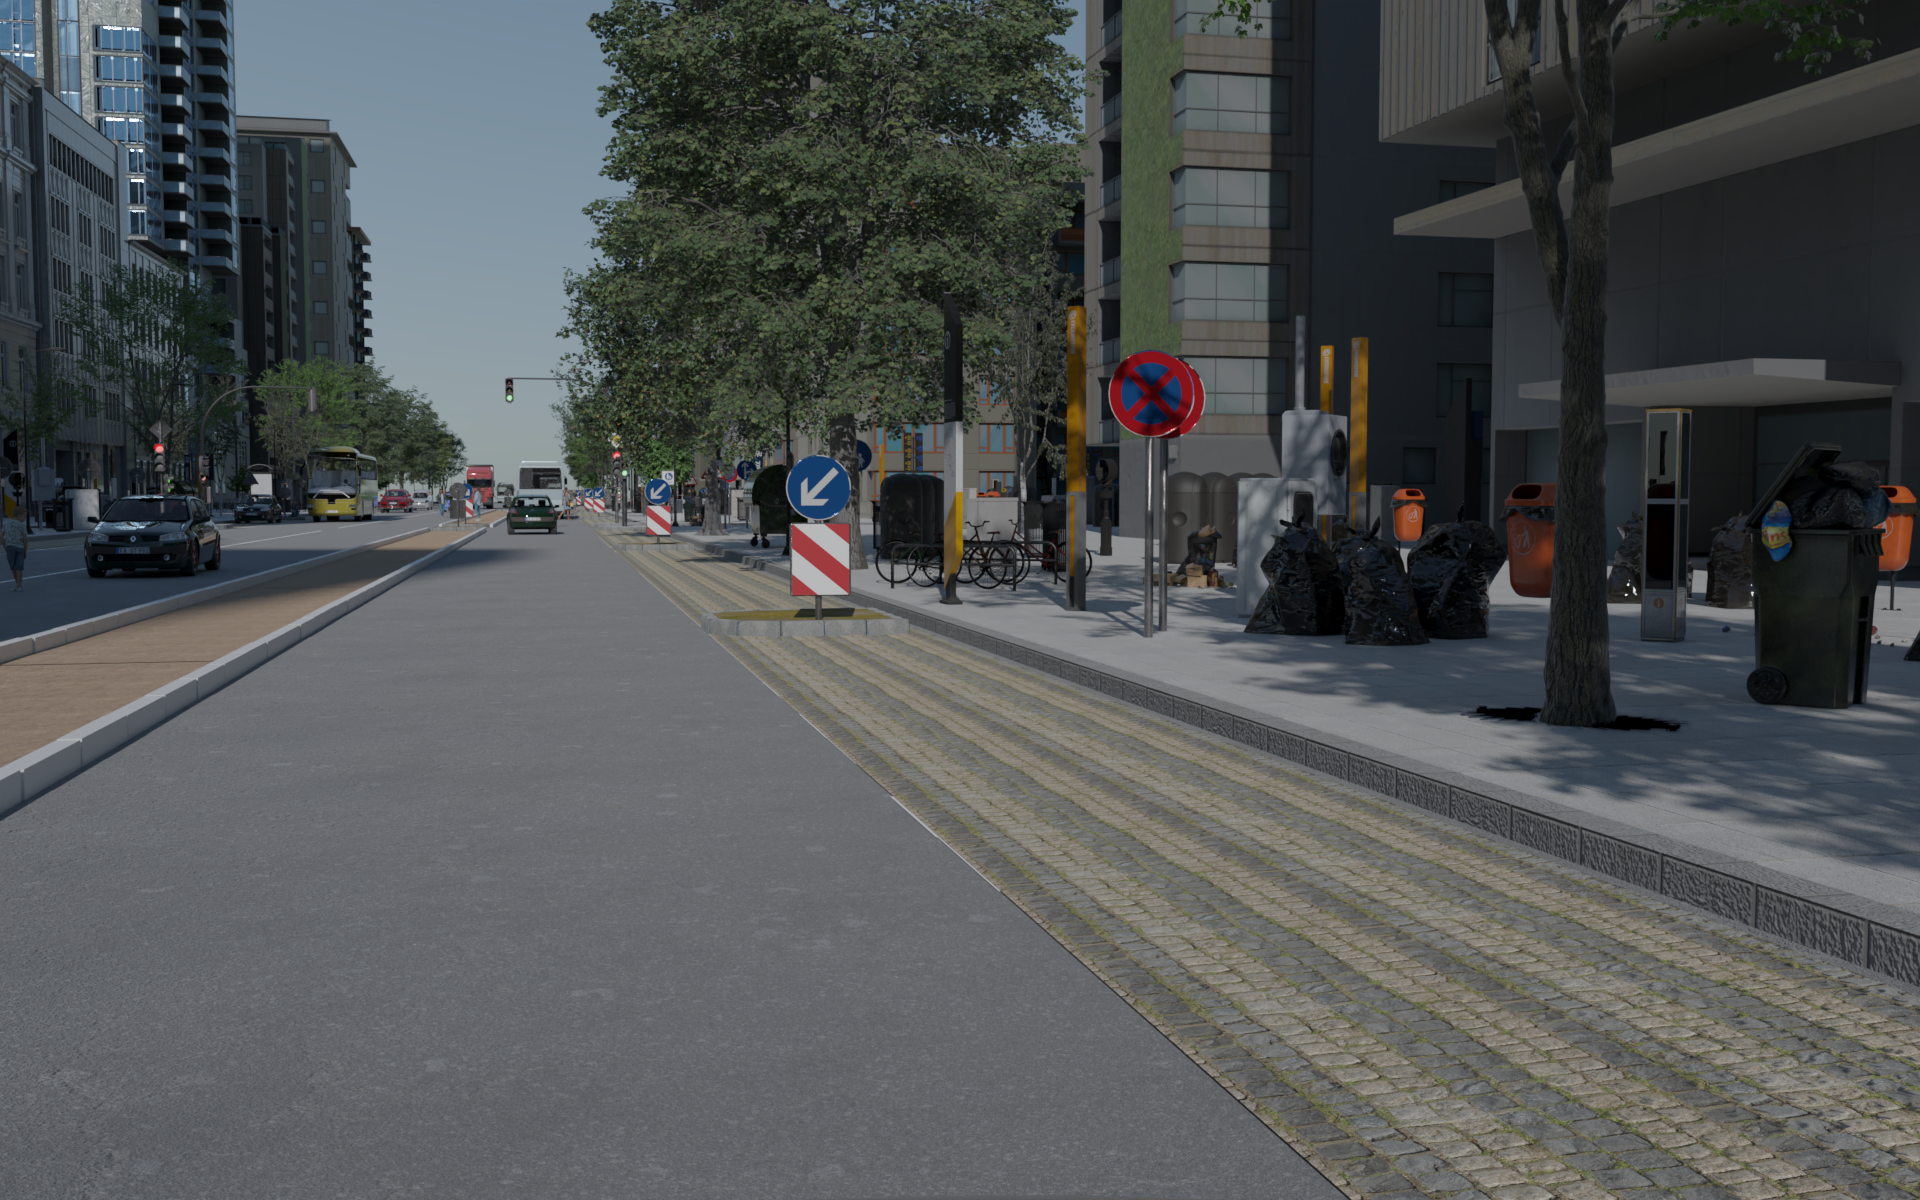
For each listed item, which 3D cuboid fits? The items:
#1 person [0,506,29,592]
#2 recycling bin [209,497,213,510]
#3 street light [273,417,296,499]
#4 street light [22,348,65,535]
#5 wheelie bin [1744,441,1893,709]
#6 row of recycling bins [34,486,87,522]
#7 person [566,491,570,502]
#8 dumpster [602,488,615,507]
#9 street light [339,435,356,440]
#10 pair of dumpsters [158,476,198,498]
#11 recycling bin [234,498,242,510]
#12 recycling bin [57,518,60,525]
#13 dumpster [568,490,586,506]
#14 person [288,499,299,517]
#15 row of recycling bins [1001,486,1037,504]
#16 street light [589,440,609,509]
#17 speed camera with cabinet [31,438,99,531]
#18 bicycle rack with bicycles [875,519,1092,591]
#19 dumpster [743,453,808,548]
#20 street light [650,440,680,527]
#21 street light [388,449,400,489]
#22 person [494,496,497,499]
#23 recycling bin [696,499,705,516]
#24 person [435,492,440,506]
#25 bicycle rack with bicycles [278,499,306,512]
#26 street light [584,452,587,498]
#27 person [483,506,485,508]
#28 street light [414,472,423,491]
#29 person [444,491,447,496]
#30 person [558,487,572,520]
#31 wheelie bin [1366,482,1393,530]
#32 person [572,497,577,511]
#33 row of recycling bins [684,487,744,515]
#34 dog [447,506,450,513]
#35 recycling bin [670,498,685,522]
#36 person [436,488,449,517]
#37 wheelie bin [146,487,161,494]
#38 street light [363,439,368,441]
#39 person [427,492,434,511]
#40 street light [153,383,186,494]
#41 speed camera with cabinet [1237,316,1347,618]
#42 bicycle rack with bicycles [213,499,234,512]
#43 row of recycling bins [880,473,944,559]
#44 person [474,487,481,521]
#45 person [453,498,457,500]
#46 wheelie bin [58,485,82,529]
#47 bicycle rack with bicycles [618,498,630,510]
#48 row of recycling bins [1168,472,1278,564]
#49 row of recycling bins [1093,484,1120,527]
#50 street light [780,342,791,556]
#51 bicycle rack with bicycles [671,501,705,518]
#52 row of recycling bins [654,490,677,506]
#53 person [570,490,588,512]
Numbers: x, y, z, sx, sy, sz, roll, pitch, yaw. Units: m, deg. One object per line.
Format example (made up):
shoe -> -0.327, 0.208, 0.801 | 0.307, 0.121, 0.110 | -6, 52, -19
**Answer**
person -> -13.905, -0.752, 25.485 | 0.332, 1.250, 0.352 | 1, 4, 20
recycling bin -> -58.988, -7.522, 135.538 | 0.722, 1.027, 0.722 | 3, 5, 39
street light -> -40.610, -8.048, 104.119 | 1.470, 5.913, 1.316 | -1, 4, -13
street light -> -29.044, -5.038, 54.917 | 1.470, 5.913, 1.316 | -1, 4, -13
wheelie bin -> 5.265, -0.166, 10.615 | 0.693, 1.594, 0.980 | 3, 5, 42
row of recycling bins -> -41.709, -4.479, 80.340 | 1.069, 1.692, 3.534 | 0, 4, 4
person -> -33.516, -8.473, 147.789 | 0.466, 1.731, 0.760 | -1, 4, -22
dumpster -> -29.502, -8.580, 146.044 | 1.264, 1.857, 1.865 | -1, 4, -13
street light -> -48.196, -10.012, 136.233 | 1.470, 5.913, 1.316 | -1, 4, -13
pair of dumpsters -> -40.959, -5.396, 90.713 | 1.574, 2.255, 4.437 | -1, 4, -13
recycling bin -> -45.570, -5.954, 109.900 | 0.722, 1.027, 0.722 | -3, 5, -45
recycling bin -> -37.470, -3.682, 72.748 | 0.722, 1.027, 0.722 | 3, 5, 40
dumpster -> -38.863, -10.254, 175.864 | 1.865, 1.857, 1.264 | -1, 4, -11
person -> -38.565, -5.275, 100.240 | 1.012, 1.151, 0.738 | 3, 5, 43
row of recycling bins -> 2.925, -4.857, 86.532 | 1.069, 1.692, 3.534 | -1, 4, -19
street light -> -31.053, -10.838, 149.735 | 1.470, 5.913, 1.316 | -1, 4, -13
speed camera with cabinet -> -31.700, -4.098, 61.344 | 2.038, 3.252, 0.660 | -3, 4, -36
bicycle rack with bicycles -> 0.119, -0.660, 24.168 | 2.925, 0.926, 2.852 | 1, 4, 22
dumpster -> -4.359, -2.391, 41.589 | 1.502, 2.255, 1.985 | -1, 4, -13
street light -> -11.771, -5.846, 68.125 | 1.470, 5.913, 1.316 | -1, 4, -13
street light -> -58.283, -12.592, 178.415 | 1.470, 5.913, 1.316 | -1, 4, -13
person -> -47.520, -10.197, 175.160 | 1.348, 1.831, 0.705 | -2, 4, -24
recycling bin -> -14.625, -5.163, 96.975 | 0.722, 1.027, 0.722 | 3, 5, 40
person -> -62.091, -12.060, 206.475 | 0.721, 1.735, 1.217 | 3, 4, 37
bicycle rack with bicycles -> -48.256, -6.748, 123.714 | 2.852, 0.926, 2.925 | -2, 4, -35
street light -> -40.906, -13.407, 191.746 | 1.470, 5.913, 1.316 | -1, 4, -13
person -> -49.069, -10.431, 178.984 | 1.348, 1.831, 0.705 | -2, 4, -24
street light -> -65.804, -14.556, 210.526 | 1.470, 5.913, 1.316 | -1, 4, -13
person -> -45.403, -8.768, 152.572 | 0.721, 1.743, 1.217 | 3, 4, 38
person -> -21.513, -5.251, 94.444 | 0.778, 1.811, 0.616 | -2, 4, -35
wheelie bin -> 11.092, -2.291, 45.369 | 0.693, 1.594, 0.980 | -2, 4, -31
person -> -28.993, -7.161, 130.265 | 0.352, 1.250, 0.332 | -1, 4, -11
row of recycling bins -> -15.358, -6.105, 106.935 | 3.534, 1.692, 1.069 | 0, 4, 7
dog -> -39.111, -6.939, 132.738 | 0.540, 0.507, 0.406 | 1, 4, 10
recycling bin -> -12.824, -4.102, 79.625 | 0.722, 1.027, 0.722 | 0, 4, -5
person -> -31.825, -5.962, 106.333 | 0.721, 1.781, 0.623 | 3, 4, 37
wheelie bin -> -34.717, -4.086, 74.711 | 0.980, 1.594, 0.693 | -1, 4, -17
street light -> -50.832, -10.656, 146.774 | 1.470, 5.913, 1.316 | -1, 4, -13
person -> -44.289, -8.234, 144.944 | 0.330, 1.601, 0.589 | 3, 5, 43
street light -> -33.027, -6.106, 72.377 | 1.470, 5.913, 1.316 | -1, 4, -13
speed camera with cabinet -> 3.605, -1.486, 18.626 | 0.660, 3.252, 2.038 | 2, 4, 29
bicycle rack with bicycles -> -59.154, -7.630, 138.140 | 2.852, 0.926, 2.925 | 1, 4, 15
row of recycling bins -> -0.891, -1.750, 35.724 | 1.069, 1.692, 3.534 | 1, 4, 10
person -> -25.703, -5.115, 92.395 | 0.793, 1.790, 0.793 | -2, 4, -28
person -> -29.464, -5.658, 101.356 | 0.624, 1.780, 0.694 | 0, 4, 0
wheelie bin -> -32.526, -3.404, 63.558 | 0.980, 1.594, 0.693 | -3, 4, -37
bicycle rack with bicycles -> -27.311, -7.865, 141.980 | 2.852, 0.926, 2.925 | -2, 4, -26
row of recycling bins -> 5.063, -1.578, 32.913 | 1.069, 1.692, 3.534 | 3, 5, 41
row of recycling bins -> 6.414, -3.785, 68.996 | 1.069, 1.692, 3.534 | 3, 4, 38
street light -> -4.105, -3.875, 35.901 | 1.470, 5.913, 1.316 | -1, 4, -13
bicycle rack with bicycles -> -13.945, -4.703, 90.275 | 2.925, 0.926, 2.852 | -2, 4, -26
row of recycling bins -> -24.274, -8.518, 146.382 | 3.534, 1.692, 1.069 | -1, 4, -17
person -> -30.994, -8.098, 141.121 | 1.509, 1.804, 0.699 | -1, 4, -18
